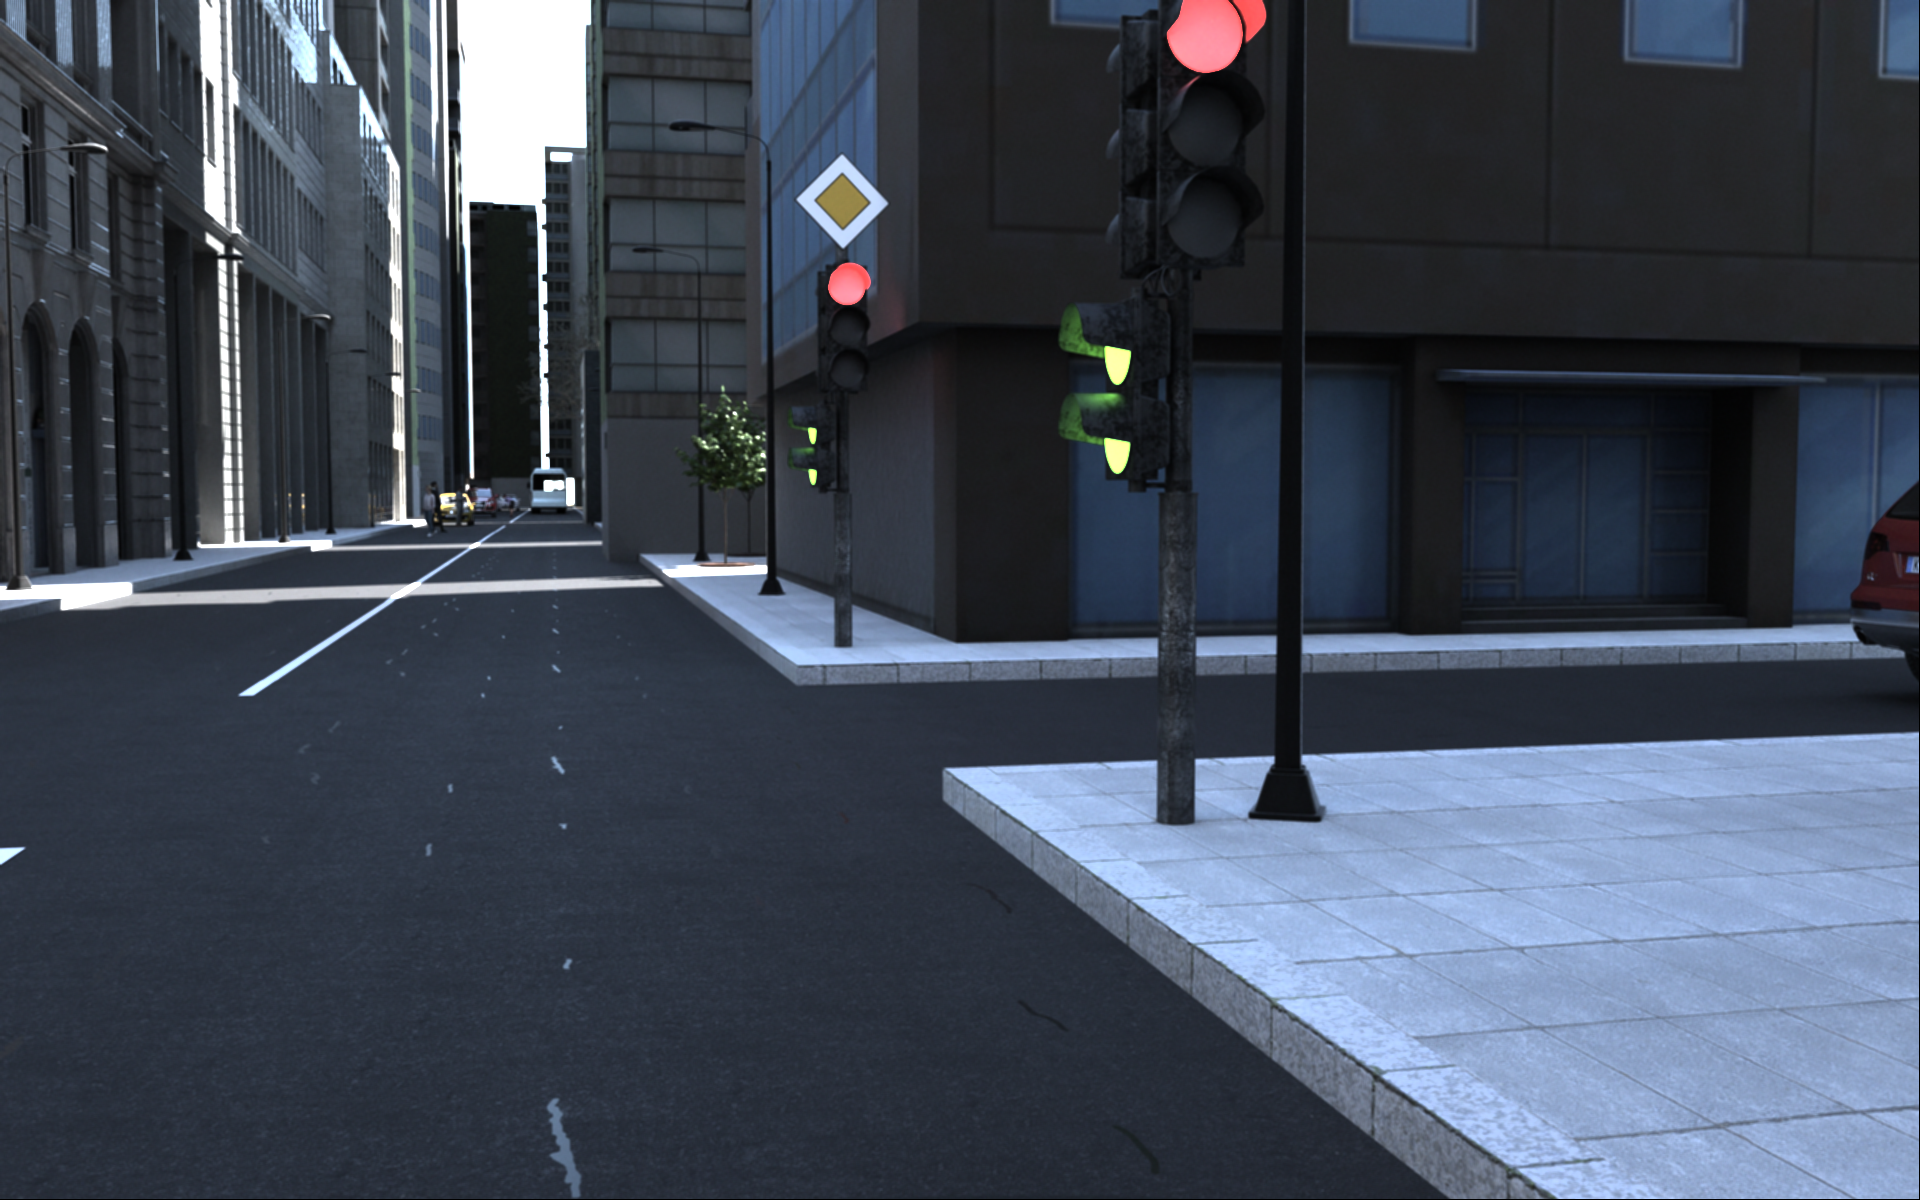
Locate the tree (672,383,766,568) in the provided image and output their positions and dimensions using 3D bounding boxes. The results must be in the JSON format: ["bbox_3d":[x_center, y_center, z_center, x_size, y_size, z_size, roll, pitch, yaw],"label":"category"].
[{"bbox_3d":[-4.263,-2.196,30.501,1.663,3.219,1.824,0,3,0],"label":"tree"}]

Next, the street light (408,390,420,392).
[{"bbox_3d":[-24.669,-6.389,76.996,1.470,5.913,1.316,-1,4,-13],"label":"street light"}]

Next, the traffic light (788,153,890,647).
[{"bbox_3d":[-0.999,-1.560,14.435,0.839,4.253,0.868,-1,4,-13],"label":"traffic light"}]

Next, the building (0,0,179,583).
[{"bbox_3d":[-19.192,-11.034,22.202,13.314,21.916,24.055,-1,4,-13],"label":"building"}]

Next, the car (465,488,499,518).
[{"bbox_3d":[-29.388,-5.948,105.929,2.281,1.827,5.304,-1,4,-14],"label":"car"}]

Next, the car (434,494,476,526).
[{"bbox_3d":[-23.057,-4.199,78.870,2.015,1.641,3.980,-1,4,-13],"label":"car"}]

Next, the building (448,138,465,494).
[{"bbox_3d":[-46.000,-22.109,133.183,14.160,30.474,14.107,-1,4,-13],"label":"building"}]

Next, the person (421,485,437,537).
[{"bbox_3d":[-17.892,-3.014,58.452,0.731,1.740,0.598,2,4,24],"label":"person"}]

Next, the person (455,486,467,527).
[{"bbox_3d":[-22.066,-4.155,76.621,0.466,1.800,0.511,0,4,-1],"label":"person"}]

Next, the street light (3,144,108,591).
[{"bbox_3d":[-12.004,-3.087,23.015,1.470,5.913,1.316,-1,4,-13],"label":"street light"}]

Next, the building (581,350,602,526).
[{"bbox_3d":[-4.809,-46.506,73.037,22.319,86.520,31.000,-1,4,-13],"label":"building"}]

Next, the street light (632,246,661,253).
[{"bbox_3d":[-5.446,-3.680,32.712,1.470,5.913,1.316,-1,4,-13],"label":"street light"}]

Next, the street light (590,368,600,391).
[{"bbox_3d":[-12.820,-5.610,64.269,1.470,5.913,1.316,-1,4,-13],"label":"street light"}]

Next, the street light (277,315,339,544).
[{"bbox_3d":[-17.033,-4.429,44.961,1.470,5.913,1.316,-1,4,-13],"label":"street light"}]

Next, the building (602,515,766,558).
[{"bbox_3d":[-2.176,-22.026,43.724,14.154,41.232,14.086,-1,4,-13],"label":"building"}]

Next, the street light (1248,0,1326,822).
[{"bbox_3d":[0.783,-2.085,6.639,1.470,5.913,1.316,-1,4,-13],"label":"street light"}]

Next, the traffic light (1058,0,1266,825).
[{"bbox_3d":[0.825,-1.085,6.660,0.839,4.253,0.868,-1,4,-13],"label":"traffic light"}]

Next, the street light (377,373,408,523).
[{"bbox_3d":[-22.033,-5.727,66.185,1.470,5.913,1.316,-1,4,-13],"label":"street light"}]

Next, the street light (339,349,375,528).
[{"bbox_3d":[-19.633,-5.071,55.446,1.470,5.913,1.316,-1,4,-13],"label":"street light"}]

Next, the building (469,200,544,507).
[{"bbox_3d":[-49.002,-24.548,173.064,14.107,30.474,14.160,-1,4,-13],"label":"building"}]

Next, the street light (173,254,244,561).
[{"bbox_3d":[-14.531,-3.729,33.518,1.470,5.913,1.316,-1,4,-13],"label":"street light"}]

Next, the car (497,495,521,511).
[{"bbox_3d":[-38.715,-8.326,148.486,2.083,1.381,4.827,-1,4,-13],"label":"car"}]

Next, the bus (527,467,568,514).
[{"bbox_3d":[-31.086,-8.299,130.545,2.948,3.499,13.247,-1,4,-14],"label":"bus"}]

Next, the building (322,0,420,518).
[{"bbox_3d":[-36.333,-24.866,90.160,14.154,41.232,14.086,-1,4,-13],"label":"building"}]

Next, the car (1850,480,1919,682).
[{"bbox_3d":[8.817,-0.196,11.871,5.304,1.827,2.281,-1,4,-14],"label":"car"}]

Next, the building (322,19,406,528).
[{"bbox_3d":[-29.259,-13.269,71.693,10.420,20.320,16.860,-1,4,-13],"label":"building"}]

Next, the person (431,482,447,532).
[{"bbox_3d":[-19.655,-3.498,65.058,0.648,1.900,0.474,2,4,25],"label":"person"}]

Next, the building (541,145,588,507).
[{"bbox_3d":[-32.600,-30.237,186.249,23.993,40.220,32.217,-1,4,-13],"label":"building"}]

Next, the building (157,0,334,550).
[{"bbox_3d":[-25.346,-16.569,48.401,11.434,29.767,29.804,-1,4,-13],"label":"building"}]

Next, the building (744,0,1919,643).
[{"bbox_3d":[4.998,-22.709,21.405,14.200,45.320,14.600,-1,4,-13],"label":"building"}]

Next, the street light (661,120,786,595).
[{"bbox_3d":[-2.931,-3.013,21.808,1.470,5.913,1.316,-1,4,-13],"label":"street light"}]

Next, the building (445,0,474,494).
[{"bbox_3d":[-50.091,-30.563,149.819,14.200,45.320,14.600,-1,4,-13],"label":"building"}]

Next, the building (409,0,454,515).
[{"bbox_3d":[-44.444,-34.768,110.449,21.231,58.520,28.212,-1,4,-13],"label":"building"}]

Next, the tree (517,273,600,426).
[{"bbox_3d":[-18.740,-11.210,93.652,12.009,13.543,11.850,0,3,0],"label":"tree"}]

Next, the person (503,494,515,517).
[{"bbox_3d":[-27.696,-5.788,106.371,0.697,1.427,0.421,-1,4,-12],"label":"person"}]
